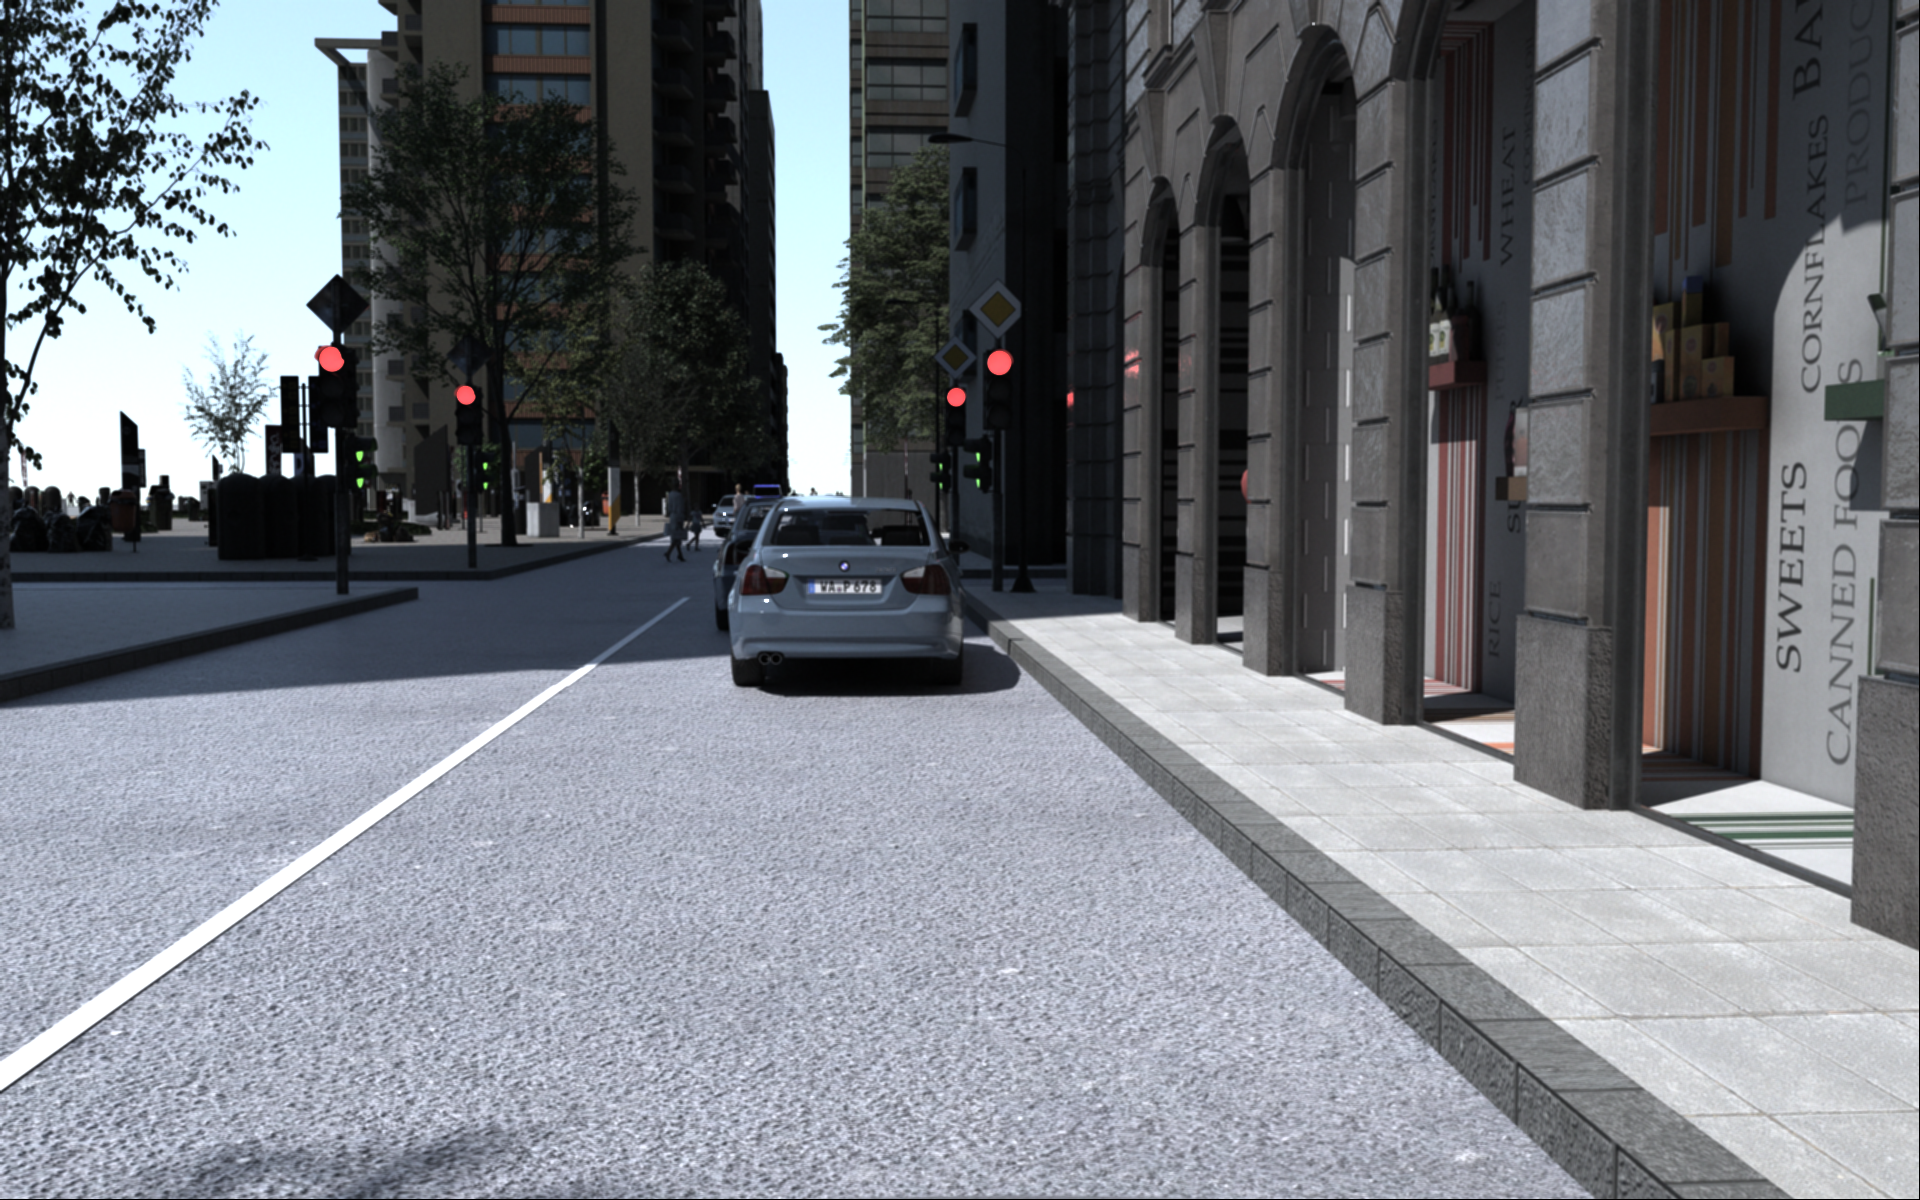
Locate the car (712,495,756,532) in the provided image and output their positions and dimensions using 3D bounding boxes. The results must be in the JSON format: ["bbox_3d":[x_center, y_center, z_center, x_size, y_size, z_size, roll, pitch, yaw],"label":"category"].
[{"bbox_3d":[-8.615,-3.394,67.493,2.014,1.417,4.499,0,4,-4],"label":"car"}]

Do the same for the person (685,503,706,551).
[{"bbox_3d":[-6.674,-1.854,43.821,0.382,1.210,0.505,3,4,39],"label":"person"}]

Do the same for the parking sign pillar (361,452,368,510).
[{"bbox_3d":[-35.506,-6.997,102.872,1.447,3.967,1.447,-1,4,-10],"label":"parking sign pillar"}]

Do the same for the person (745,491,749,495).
[{"bbox_3d":[-12.791,-5.718,103.803,0.330,1.601,0.589,0,3,0],"label":"person"}]

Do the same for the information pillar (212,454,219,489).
[{"bbox_3d":[-43.672,-6.745,101.640,0.183,3.616,0.504,1,4,14],"label":"information pillar"}]

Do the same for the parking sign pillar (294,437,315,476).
[{"bbox_3d":[-30.993,-5.715,81.914,1.447,3.967,1.447,3,5,44],"label":"parking sign pillar"}]

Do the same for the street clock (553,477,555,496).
[{"bbox_3d":[-17.419,-4.228,73.690,0.358,2.002,0.471,1,4,8],"label":"street clock"}]

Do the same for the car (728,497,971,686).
[{"bbox_3d":[-0.892,-0.139,14.270,2.014,1.417,4.499,0,4,-2],"label":"car"}]

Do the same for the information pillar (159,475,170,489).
[{"bbox_3d":[-30.669,-3.810,66.790,0.304,2.012,0.304,-3,4,-39],"label":"information pillar"}]

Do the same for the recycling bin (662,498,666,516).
[{"bbox_3d":[-17.207,-5.528,102.942,0.722,1.027,0.722,1,4,19],"label":"recycling bin"}]

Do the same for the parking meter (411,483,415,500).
[{"bbox_3d":[-25.512,-4.623,81.300,0.399,1.863,0.255,0,4,5],"label":"parking meter"}]

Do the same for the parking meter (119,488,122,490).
[{"bbox_3d":[-32.036,-3.549,66.435,0.372,1.533,0.369,0,3,0],"label":"parking meter"}]

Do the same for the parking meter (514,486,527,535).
[{"bbox_3d":[-13.874,-2.827,54.626,0.372,1.533,0.369,0,3,0],"label":"parking meter"}]

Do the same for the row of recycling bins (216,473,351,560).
[{"bbox_3d":[-13.661,-1.721,35.258,1.069,1.692,3.534,1,4,17],"label":"row of recycling bins"}]

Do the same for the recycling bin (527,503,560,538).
[{"bbox_3d":[-12.318,-2.362,51.180,0.722,1.027,0.722,-3,5,-42],"label":"recycling bin"}]

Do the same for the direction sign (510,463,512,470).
[{"bbox_3d":[-23.531,-6.018,90.383,0.379,3.537,0.876,-2,4,-30],"label":"direction sign"}]

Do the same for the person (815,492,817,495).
[{"bbox_3d":[-17.567,-12.456,212.879,0.721,1.743,1.217,1,4,18],"label":"person"}]

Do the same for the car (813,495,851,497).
[{"bbox_3d":[-3.132,-1.778,41.068,2.014,1.417,4.499,0,4,-3],"label":"car"}]

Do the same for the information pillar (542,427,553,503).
[{"bbox_3d":[-14.434,-4.235,60.590,0.504,3.616,0.183,3,5,42],"label":"information pillar"}]

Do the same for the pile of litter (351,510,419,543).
[{"bbox_3d":[-15.337,-1.965,46.098,1.719,0.858,1.176,-1,4,-10],"label":"pile of litter"}]

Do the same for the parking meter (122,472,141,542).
[{"bbox_3d":[-22.352,-2.510,46.746,0.255,1.863,0.399,1,4,18],"label":"parking meter"}]

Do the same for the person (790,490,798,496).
[{"bbox_3d":[-14.682,-8.865,153.426,1.348,1.826,0.705,1,4,13],"label":"person"}]

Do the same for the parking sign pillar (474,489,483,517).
[{"bbox_3d":[-27.763,-6.699,97.997,1.447,3.967,1.447,1,4,10],"label":"parking sign pillar"}]

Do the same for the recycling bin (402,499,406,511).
[{"bbox_3d":[-30.847,-5.099,95.927,0.722,1.027,0.722,-1,4,-8],"label":"recycling bin"}]

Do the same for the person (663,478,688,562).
[{"bbox_3d":[-6.053,-1.702,36.677,0.624,1.780,0.694,-2,4,-30],"label":"person"}]

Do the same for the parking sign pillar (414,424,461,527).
[{"bbox_3d":[-20.466,-4.817,67.224,1.447,3.967,1.447,0,4,6],"label":"parking sign pillar"}]

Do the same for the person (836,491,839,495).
[{"bbox_3d":[-17.588,-14.690,248.309,1.348,1.869,0.705,-3,5,-43],"label":"person"}]

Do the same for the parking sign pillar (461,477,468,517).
[{"bbox_3d":[-22.536,-5.322,75.490,1.447,3.967,1.447,0,4,1],"label":"parking sign pillar"}]

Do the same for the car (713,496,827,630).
[{"bbox_3d":[-1.799,-0.467,19.642,2.014,1.417,4.499,0,4,-4],"label":"car"}]

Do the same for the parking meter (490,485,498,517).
[{"bbox_3d":[-26.222,-5.615,97.521,0.399,1.863,0.255,1,4,22],"label":"parking meter"}]

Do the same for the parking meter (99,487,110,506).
[{"bbox_3d":[-31.559,-3.396,63.934,0.372,1.533,0.369,0,3,0],"label":"parking meter"}]

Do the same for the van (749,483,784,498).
[{"bbox_3d":[-12.435,-6.563,111.693,2.240,2.365,5.245,0,4,-5],"label":"van"}]

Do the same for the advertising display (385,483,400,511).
[{"bbox_3d":[-33.522,-5.942,102.360,0.974,1.923,0.123,1,4,17],"label":"advertising display"}]

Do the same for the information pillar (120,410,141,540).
[{"bbox_3d":[-23.379,-3.512,48.777,0.183,3.616,0.504,3,4,36],"label":"information pillar"}]

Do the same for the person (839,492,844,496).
[{"bbox_3d":[-15.516,-13.323,226.863,0.617,1.759,0.750,1,4,9],"label":"person"}]

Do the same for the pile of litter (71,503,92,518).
[{"bbox_3d":[-43.933,-4.448,86.694,1.176,0.858,1.719,-2,4,-32],"label":"pile of litter"}]

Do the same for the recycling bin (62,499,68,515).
[{"bbox_3d":[-50.488,-5.171,97.098,0.722,1.027,0.722,-1,4,-18],"label":"recycling bin"}]

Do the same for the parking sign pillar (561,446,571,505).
[{"bbox_3d":[-22.081,-6.604,96.443,1.447,3.967,1.447,-2,4,-33],"label":"parking sign pillar"}]

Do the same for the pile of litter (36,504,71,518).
[{"bbox_3d":[-41.573,-3.944,78.450,1.719,0.858,1.176,0,4,1],"label":"pile of litter"}]

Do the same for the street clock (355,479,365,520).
[{"bbox_3d":[-23.875,-3.930,68.820,0.471,2.002,0.358,3,4,37],"label":"street clock"}]

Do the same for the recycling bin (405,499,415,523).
[{"bbox_3d":[-21.630,-3.468,69.258,0.722,1.027,0.722,0,4,-8],"label":"recycling bin"}]

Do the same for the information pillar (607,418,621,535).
[{"bbox_3d":[-10.769,-3.824,53.881,0.183,3.616,0.504,2,4,28],"label":"information pillar"}]

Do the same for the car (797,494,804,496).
[{"bbox_3d":[-16.360,-10.075,174.952,2.015,1.641,3.980,0,4,-4],"label":"car"}]

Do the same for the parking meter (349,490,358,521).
[{"bbox_3d":[-24.417,-3.918,69.770,0.255,1.863,0.399,-3,5,-42],"label":"parking meter"}]

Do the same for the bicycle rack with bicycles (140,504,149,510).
[{"bbox_3d":[-43.795,-4.893,93.378,2.925,0.926,2.852,1,4,9],"label":"bicycle rack with bicycles"}]

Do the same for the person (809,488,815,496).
[{"bbox_3d":[-8.424,-5.483,98.418,0.850,1.792,0.678,0,4,3],"label":"person"}]

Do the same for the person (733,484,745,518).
[{"bbox_3d":[-6.665,-2.712,53.505,0.598,1.740,0.731,1,4,11],"label":"person"}]

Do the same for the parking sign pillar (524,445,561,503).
[{"bbox_3d":[-20.937,-5.968,86.042,1.447,3.967,1.447,1,4,12],"label":"parking sign pillar"}]

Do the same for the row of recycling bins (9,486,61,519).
[{"bbox_3d":[-48.330,-5.038,89.483,3.534,1.692,1.069,-1,4,-8],"label":"row of recycling bins"}]

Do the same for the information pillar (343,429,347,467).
[{"bbox_3d":[-21.969,-4.295,61.573,0.183,3.616,0.504,1,4,17],"label":"information pillar"}]

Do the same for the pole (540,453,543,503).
[{"bbox_3d":[-20.520,-5.580,85.083,0.158,3.312,0.155,0,3,0],"label":"pole"}]

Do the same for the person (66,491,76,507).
[{"bbox_3d":[-92.848,-10.509,180.874,0.990,1.755,0.434,0,4,-4],"label":"person"}]
